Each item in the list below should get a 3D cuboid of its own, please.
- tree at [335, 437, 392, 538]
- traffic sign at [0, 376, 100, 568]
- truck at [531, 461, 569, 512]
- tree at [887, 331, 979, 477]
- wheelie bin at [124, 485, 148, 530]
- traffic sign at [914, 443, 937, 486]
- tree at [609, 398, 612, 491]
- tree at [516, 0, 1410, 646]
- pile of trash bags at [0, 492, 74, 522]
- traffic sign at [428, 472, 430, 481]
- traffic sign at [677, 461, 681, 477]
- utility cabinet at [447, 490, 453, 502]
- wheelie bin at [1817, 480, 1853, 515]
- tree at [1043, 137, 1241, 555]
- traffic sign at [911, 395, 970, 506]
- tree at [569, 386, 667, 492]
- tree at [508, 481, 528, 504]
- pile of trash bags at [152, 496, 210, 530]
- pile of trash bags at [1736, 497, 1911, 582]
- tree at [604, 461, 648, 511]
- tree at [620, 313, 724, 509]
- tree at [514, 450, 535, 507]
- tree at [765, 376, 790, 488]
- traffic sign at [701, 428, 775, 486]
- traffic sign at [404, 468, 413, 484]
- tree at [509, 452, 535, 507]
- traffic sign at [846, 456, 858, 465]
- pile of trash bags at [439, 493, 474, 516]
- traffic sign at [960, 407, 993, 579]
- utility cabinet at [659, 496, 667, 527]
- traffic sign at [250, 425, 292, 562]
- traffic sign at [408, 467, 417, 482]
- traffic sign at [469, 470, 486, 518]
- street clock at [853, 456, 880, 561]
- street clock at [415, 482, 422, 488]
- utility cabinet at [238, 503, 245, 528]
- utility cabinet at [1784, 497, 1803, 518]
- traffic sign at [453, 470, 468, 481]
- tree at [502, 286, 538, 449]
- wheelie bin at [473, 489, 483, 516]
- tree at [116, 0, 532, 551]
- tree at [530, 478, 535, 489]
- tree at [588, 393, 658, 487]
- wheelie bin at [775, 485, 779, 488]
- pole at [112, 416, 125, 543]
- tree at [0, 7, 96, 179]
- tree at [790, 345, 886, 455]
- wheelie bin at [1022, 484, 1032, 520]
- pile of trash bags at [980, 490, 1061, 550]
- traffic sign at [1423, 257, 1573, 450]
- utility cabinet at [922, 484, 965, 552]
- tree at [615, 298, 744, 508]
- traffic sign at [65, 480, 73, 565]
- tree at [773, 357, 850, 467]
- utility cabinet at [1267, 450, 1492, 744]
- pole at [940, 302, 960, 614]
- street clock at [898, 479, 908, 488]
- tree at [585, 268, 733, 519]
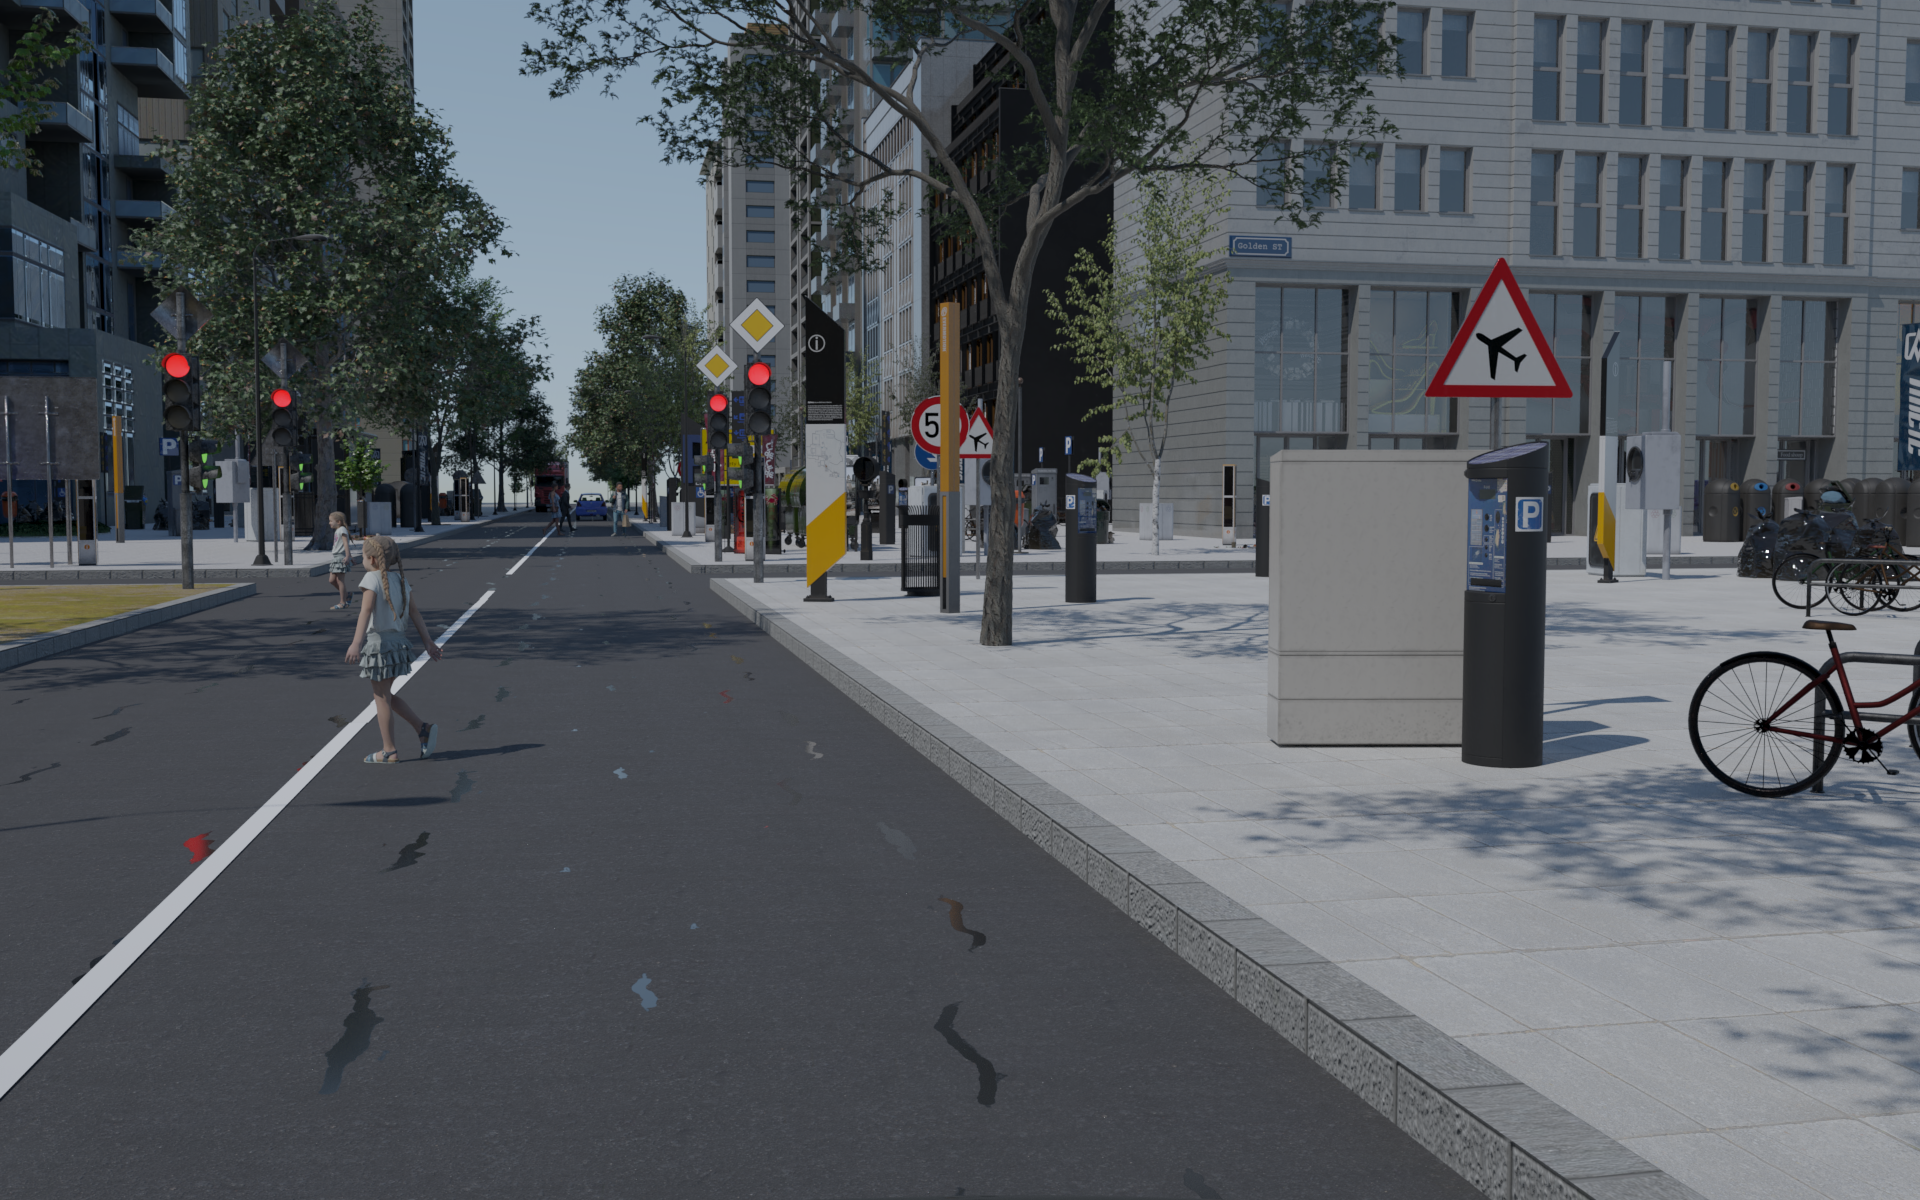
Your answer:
[{"bbox_3d":[-17.817,-3.475,51.418,1.663,3.219,1.824,0,3,0],"label":"tree"},{"bbox_3d":[-16.103,-2.207,29.956,2.265,3.308,0.079,-1,4,-10],"label":"traffic sign"},{"bbox_3d":[-33.071,-9.261,140.336,2.839,4.237,11.283,-1,4,-11],"label":"truck"},{"bbox_3d":[-1.431,-7.788,77.696,4.360,8.622,3.978,0,3,0],"label":"tree"},{"bbox_3d":[-29.956,-3.359,62.834,0.980,1.594,0.693,-1,4,-13],"label":"wheelie bin"},{"bbox_3d":[-0.584,-2.225,36.491,0.768,2.556,0.104,0,4,-7],"label":"traffic sign"},{"bbox_3d":[-18.490,-9.204,100.850,4.737,8.622,4.395,0,3,0],"label":"tree"},{"bbox_3d":[0.261,-4.871,14.060,8.767,10.594,7.601,0,4,4],"label":"tree"},{"bbox_3d":[-33.083,-3.179,61.731,1.912,1.369,3.447,0,4,-1],"label":"pile of trash bags"},{"bbox_3d":[-24.819,-4.830,81.101,0.606,2.300,0.079,-1,4,-9],"label":"traffic sign"},{"bbox_3d":[-9.681,-3.771,61.770,0.768,2.556,0.104,0,4,-5],"label":"traffic sign"},{"bbox_3d":[-30.286,-5.820,103.831,1.173,1.500,0.318,2,4,35],"label":"utility cabinet"},{"bbox_3d":[20.113,-1.953,39.835,0.693,1.594,0.980,1,4,14],"label":"wheelie bin"},{"bbox_3d":[4.025,-5.255,36.285,4.737,8.622,4.395,0,3,0],"label":"tree"},{"bbox_3d":[-0.260,-1.368,22.470,0.768,2.556,0.104,0,4,-5],"label":"traffic sign"},{"bbox_3d":[-31.293,-15.490,159.916,9.857,13.997,8.962,0,3,0],"label":"tree"},{"bbox_3d":[-39.969,-9.877,156.093,1.663,3.219,1.824,0,3,0],"label":"tree"},{"bbox_3d":[-27.688,-3.168,61.553,1.912,1.369,3.447,-2,4,-25],"label":"pile of trash bags"},{"bbox_3d":[13.690,-1.000,26.099,3.447,1.369,1.912,0,4,7],"label":"pile of trash bags"},{"bbox_3d":[-25.851,-9.204,134.206,4.285,4.588,4.351,0,3,0],"label":"tree"},{"bbox_3d":[-11.722,-7.378,70.993,4.360,8.622,3.978,0,3,0],"label":"tree"},{"bbox_3d":[-42.688,-13.542,171.768,4.737,8.622,4.395,0,3,0],"label":"tree"},{"bbox_3d":[-12.227,-9.524,106.080,4.737,8.622,4.395,0,3,0],"label":"tree"},{"bbox_3d":[-6.818,-3.632,53.256,2.265,3.308,0.079,0,4,-7],"label":"traffic sign"},{"bbox_3d":[-26.740,-5.167,84.584,0.768,2.556,0.104,0,4,-5],"label":"traffic sign"},{"bbox_3d":[-44.410,-13.934,178.188,4.360,8.622,3.978,0,3,0],"label":"tree"},{"bbox_3d":[-2.983,-2.662,45.650,0.606,2.300,0.079,0,4,-3],"label":"traffic sign"},{"bbox_3d":[-29.612,-5.572,100.853,1.912,1.369,3.447,0,4,2],"label":"pile of trash bags"},{"bbox_3d":[0.271,-1.589,25.980,0.884,2.594,0.081,-1,4,-10],"label":"traffic sign"},{"bbox_3d":[-11.618,-3.471,67.916,0.306,1.237,1.020,-1,4,-12],"label":"utility cabinet"},{"bbox_3d":[-12.853,-1.987,32.489,0.884,2.594,0.081,0,4,-4],"label":"traffic sign"},{"bbox_3d":[-24.723,-4.834,79.043,0.884,2.594,0.081,0,4,-7],"label":"traffic sign"},{"bbox_3d":[-25.496,-5.602,91.602,0.884,2.594,0.081,-1,4,-11],"label":"traffic sign"},{"bbox_3d":[-1.808,-1.766,33.450,0.471,2.002,0.358,1,4,22],"label":"street clock"},{"bbox_3d":[-26.051,-4.808,83.183,0.358,2.002,0.471,1,4,15],"label":"street clock"},{"bbox_3d":[-26.534,-3.447,65.032,1.173,1.500,0.318,1,4,14],"label":"utility cabinet"},{"bbox_3d":[18.614,-1.686,38.730,0.306,1.237,1.020,1,4,22],"label":"utility cabinet"},{"bbox_3d":[-26.268,-5.561,91.026,0.768,2.556,0.104,0,4,-8],"label":"traffic sign"},{"bbox_3d":[-21.622,-8.892,71.145,9.928,11.665,9.643,0,3,0],"label":"tree"},{"bbox_3d":[-29.001,-5.847,103.504,0.980,1.594,0.693,-3,5,-42],"label":"wheelie bin"},{"bbox_3d":[-14.531,-7.492,39.507,9.611,12.733,9.660,0,3,0],"label":"tree"},{"bbox_3d":[-53.323,-14.582,222.129,4.285,4.588,4.351,0,3,0],"label":"tree"},{"bbox_3d":[-39.110,-17.085,197.473,7.486,12.596,7.792,0,3,0],"label":"tree"},{"bbox_3d":[-6.542,-3.379,63.155,0.693,1.594,0.980,-3,4,-39],"label":"wheelie bin"},{"bbox_3d":[-22.050,-3.152,45.385,0.158,3.312,0.155,0,3,0],"label":"pole"},{"bbox_3d":[-9.826,-5.349,13.212,9.928,11.665,9.643,0,3,0],"label":"tree"},{"bbox_3d":[-5.453,-8.260,85.418,4.737,8.622,4.395,0,3,0],"label":"tree"},{"bbox_3d":[2.150,-2.871,54.843,0.693,1.594,0.980,1,4,21],"label":"wheelie bin"},{"bbox_3d":[1.378,-1.925,41.232,1.912,1.369,3.447,0,4,-1],"label":"pile of trash bags"},{"bbox_3d":[2.970,-0.589,9.627,0.884,2.594,0.081,-1,4,-11],"label":"traffic sign"},{"bbox_3d":[-0.377,-1.782,37.820,0.318,1.500,1.173,-3,4,-38],"label":"utility cabinet"},{"bbox_3d":[-10.224,-6.952,64.027,4.737,8.622,4.395,0,3,0],"label":"tree"},{"bbox_3d":[-16.184,-1.915,31.420,0.768,2.556,0.104,0,4,-5],"label":"traffic sign"},{"bbox_3d":[-8.241,-8.811,94.429,4.360,8.622,3.978,0,3,0],"label":"tree"},{"bbox_3d":[2.188,-0.011,8.854,1.173,1.500,0.318,0,4,-1],"label":"utility cabinet"},{"bbox_3d":[-0.107,-1.513,18.586,0.158,3.312,0.155,0,3,0],"label":"pole"},{"bbox_3d":[-2.695,-4.720,81.737,0.358,2.002,0.471,-3,4,-38],"label":"street clock"},{"bbox_3d":[-15.800,-10.460,88.025,9.611,12.733,9.660,0,3,0],"label":"tree"}]
